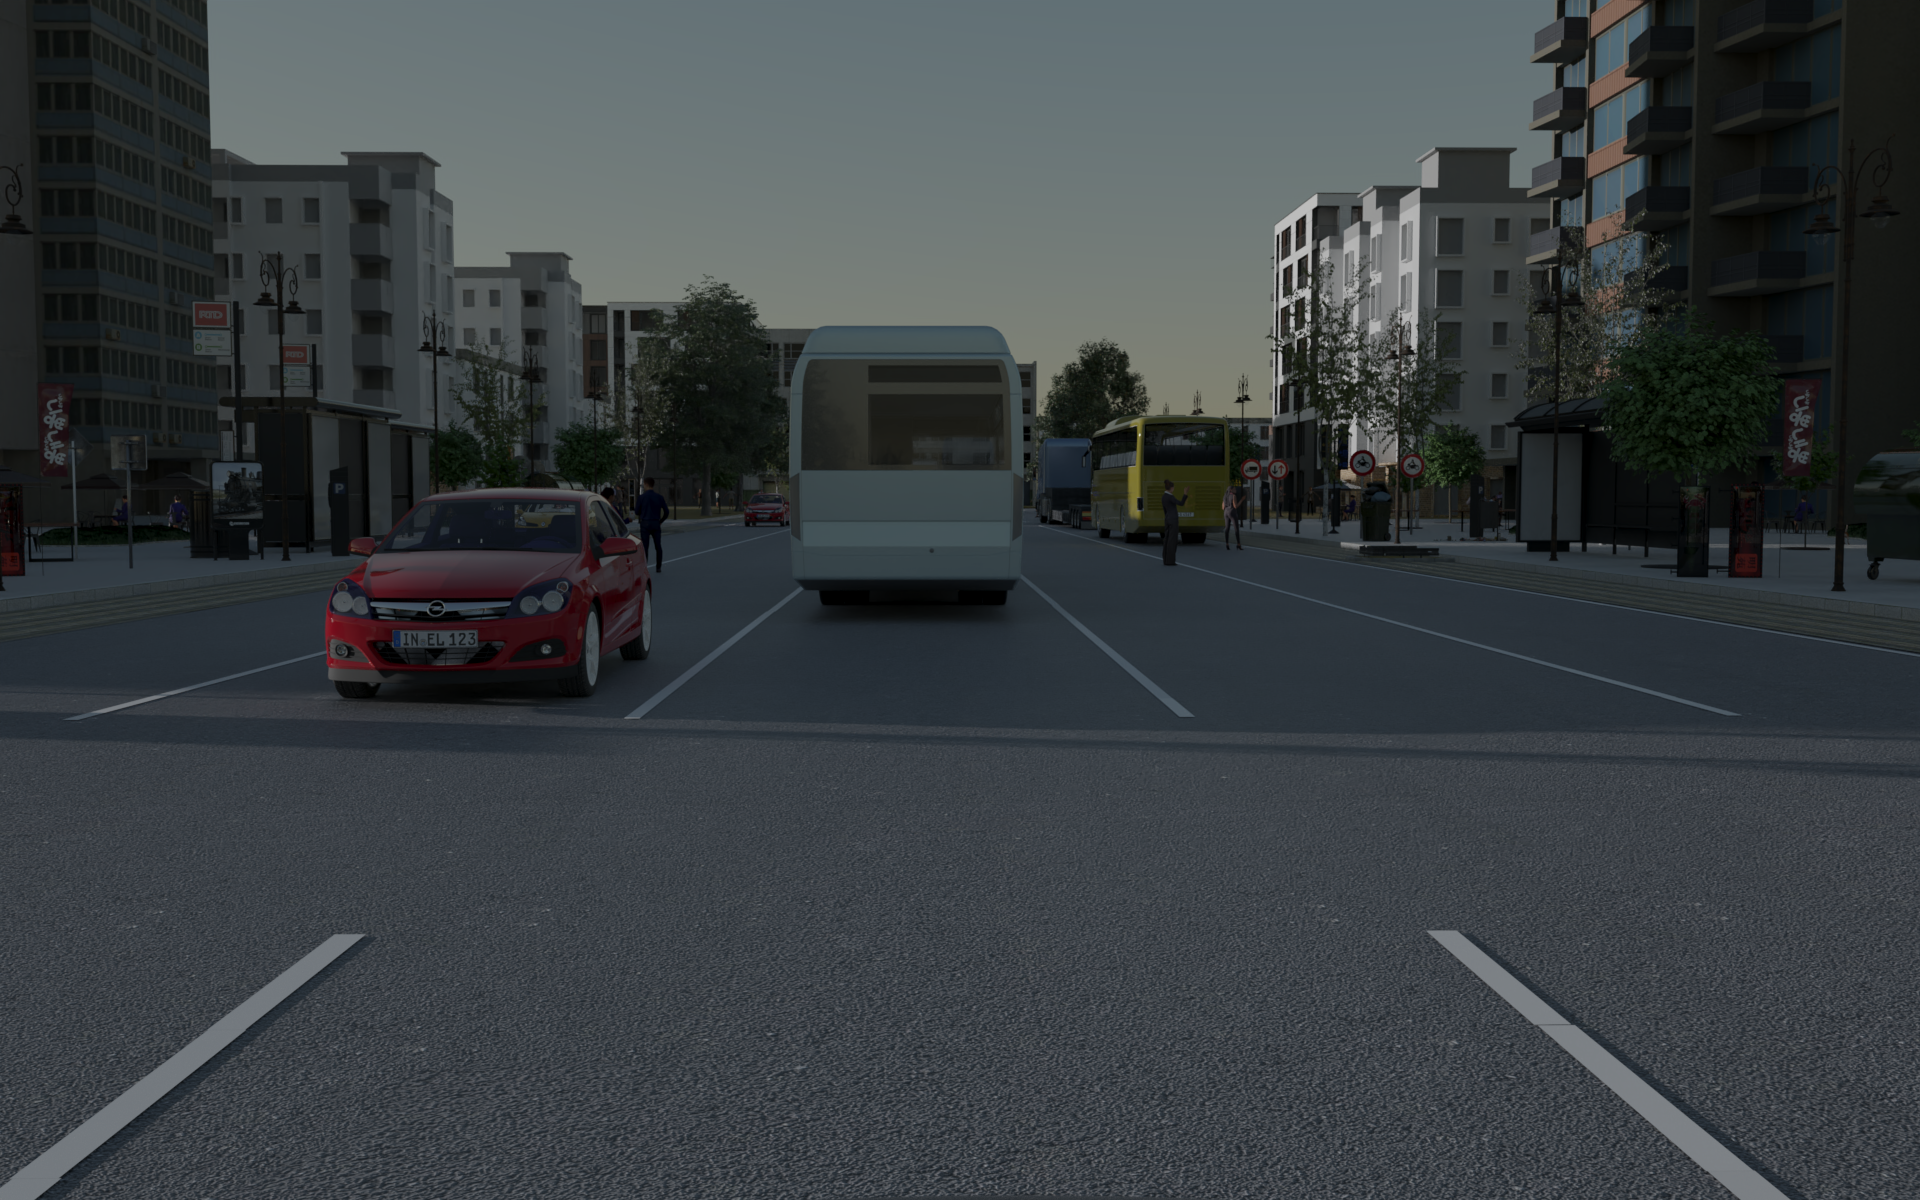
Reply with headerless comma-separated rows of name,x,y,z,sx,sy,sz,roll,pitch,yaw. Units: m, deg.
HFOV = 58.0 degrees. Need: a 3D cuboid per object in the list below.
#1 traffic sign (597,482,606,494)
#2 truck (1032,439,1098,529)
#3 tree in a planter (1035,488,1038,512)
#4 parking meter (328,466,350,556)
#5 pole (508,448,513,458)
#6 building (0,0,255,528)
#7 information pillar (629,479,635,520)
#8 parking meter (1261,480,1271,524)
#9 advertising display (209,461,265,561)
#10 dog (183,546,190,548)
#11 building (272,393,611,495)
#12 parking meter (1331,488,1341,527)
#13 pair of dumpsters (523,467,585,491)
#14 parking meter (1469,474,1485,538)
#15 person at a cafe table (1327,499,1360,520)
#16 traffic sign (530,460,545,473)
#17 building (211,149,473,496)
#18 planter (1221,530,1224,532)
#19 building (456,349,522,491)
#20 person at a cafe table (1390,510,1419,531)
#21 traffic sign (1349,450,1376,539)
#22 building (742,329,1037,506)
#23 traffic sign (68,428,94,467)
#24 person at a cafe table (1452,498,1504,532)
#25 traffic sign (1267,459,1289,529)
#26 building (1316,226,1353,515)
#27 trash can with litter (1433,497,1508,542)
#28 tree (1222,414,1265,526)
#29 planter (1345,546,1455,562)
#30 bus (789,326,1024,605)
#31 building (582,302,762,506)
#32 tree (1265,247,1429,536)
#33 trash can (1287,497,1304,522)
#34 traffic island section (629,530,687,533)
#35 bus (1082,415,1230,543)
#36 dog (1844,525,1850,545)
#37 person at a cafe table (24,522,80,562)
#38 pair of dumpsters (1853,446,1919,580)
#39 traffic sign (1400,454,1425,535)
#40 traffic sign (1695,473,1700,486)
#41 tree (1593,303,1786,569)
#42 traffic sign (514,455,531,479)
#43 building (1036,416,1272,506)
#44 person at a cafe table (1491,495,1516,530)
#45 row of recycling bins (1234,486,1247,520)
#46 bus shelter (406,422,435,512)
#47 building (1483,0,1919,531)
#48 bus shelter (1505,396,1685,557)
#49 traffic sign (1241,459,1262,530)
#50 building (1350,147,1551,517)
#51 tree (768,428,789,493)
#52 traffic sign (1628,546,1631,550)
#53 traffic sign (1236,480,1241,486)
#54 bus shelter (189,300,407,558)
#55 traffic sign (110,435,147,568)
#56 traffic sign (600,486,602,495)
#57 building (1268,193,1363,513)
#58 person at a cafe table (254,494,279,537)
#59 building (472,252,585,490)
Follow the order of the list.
traffic sign,-17.886,-5.218,85.317,0.884,2.594,0.081,0,4,4
truck,5.512,-5.410,78.206,2.967,4.110,18.799,0,4,-3
tree in a planter,7.147,-8.811,141.287,1.991,3.239,1.994,0,4,-1
parking meter,-12.812,-1.835,35.715,0.399,1.863,0.255,-1,4,-23
pole,-18.917,-4.837,72.921,0.158,3.312,0.155,0,3,0
building,-45.622,-23.206,71.298,32.217,40.220,23.993,0,4,-1
information pillar,-15.991,-4.889,84.433,0.304,2.012,0.304,-1,4,-10
parking meter,13.034,-4.168,73.865,0.399,1.863,0.255,0,4,5
advertising display,-14.001,-1.734,33.570,0.974,1.923,0.123,-2,4,-33
dog,-18.144,-1.444,41.351,0.748,0.427,0.550,3,5,41
building,-44.046,-12.401,144.898,28.070,9.664,9.099,0,4,-1
parking meter,14.822,-3.663,68.295,0.372,1.533,0.369,0,3,0
pair of dumpsters,-14.132,-3.510,59.876,1.574,2.255,4.437,0,4,-1
parking meter,15.231,-2.771,51.014,0.399,1.863,0.255,-3,4,-37
person at a cafe table,18.683,-4.523,84.808,1.726,1.238,1.698,-1,4,-10
traffic sign,-15.902,-3.960,64.850,0.768,2.556,0.104,0,4,7
building,-36.150,-14.521,93.844,16.016,20.091,11.380,0,4,-1
planter,8.764,-2.692,65.153,1.991,0.319,1.994,0,4,-1
building,-33.324,-10.507,113.930,9.099,9.664,28.070,0,4,-1
person at a cafe table,14.890,-3.190,60.673,1.622,1.524,1.698,-3,5,-41
traffic sign,11.549,-3.037,49.765,0.768,2.556,0.104,0,4,1
building,-7.705,-20.017,193.742,31.486,18.905,16.747,0,4,-1
traffic sign,-17.541,-2.114,34.302,0.795,2.593,0.064,0,4,1
person at a cafe table,17.622,-3.082,58.898,1.698,1.524,1.622,1,4,16
traffic sign,11.563,-3.849,63.040,0.768,2.556,0.104,0,4,8
building,31.684,-15.644,112.206,16.016,20.091,11.380,0,4,-1
trash can with litter,14.053,-2.224,47.427,2.233,1.210,1.678,0,4,2
tree,10.789,-5.342,71.051,4.285,4.588,4.351,0,3,0
planter,9.364,-0.983,37.213,1.991,0.319,1.994,0,4,-1
bus,-0.617,-1.877,25.555,2.948,3.499,13.247,0,4,0
building,-39.870,-21.652,197.983,32.646,21.610,27.936,0,4,-1
tree,11.396,-6.257,52.659,4.737,8.622,4.395,0,3,0
trash can,15.205,-4.094,78.585,0.748,1.137,0.748,0,3,0
traffic island section,-11.262,-2.561,64.735,1.991,0.108,1.994,0,4,-1
bus,5.849,-3.772,53.214,2.896,3.916,12.252,0,4,-2
dog,22.476,-1.667,44.079,0.406,0.507,0.540,-2,4,-25
person at a cafe table,-17.742,-1.354,32.999,1.726,1.238,1.698,-2,4,-27
pair of dumpsters,14.200,-1.303,23.791,1.574,2.255,4.437,0,4,-1
traffic sign,14.231,-3.330,54.551,0.768,2.556,0.104,0,4,5
traffic sign,14.921,-2.137,35.049,0.768,2.556,0.104,0,4,7
tree,12.555,-2.830,29.976,4.285,4.588,4.351,0,3,0
traffic sign,-14.492,-3.486,57.110,0.768,2.556,0.104,0,4,3
building,22.308,-15.198,190.635,28.070,9.664,9.099,0,4,-1
person at a cafe table,19.605,-3.130,62.040,1.726,1.238,1.698,1,4,23
row of recycling bins,12.495,-4.786,85.365,3.534,1.692,1.069,-1,4,-15
bus shelter,-17.086,-4.364,48.990,2.179,5.291,8.768,0,4,-1
building,36.919,-25.571,72.709,22.147,44.769,28.867,0,4,-1
bus shelter,13.193,-2.567,35.890,2.014,3.302,5.546,0,4,-1
traffic sign,10.494,-3.812,62.434,0.768,2.556,0.104,0,4,7
building,32.276,-14.929,100.513,16.016,20.091,11.380,0,4,-1
tree,-16.633,-12.645,157.114,4.737,8.622,4.395,0,3,0
traffic sign,15.268,-2.282,39.434,0.606,2.300,0.079,0,4,7
traffic sign,13.035,-5.679,86.720,2.265,3.308,0.079,0,4,3
bus shelter,-14.888,-3.737,38.727,2.179,5.291,8.768,0,4,-1
traffic sign,-14.283,-1.691,29.783,0.606,2.300,0.079,0,4,0
traffic sign,-17.878,-5.266,86.209,0.768,2.556,0.104,0,4,3
building,37.703,-17.755,134.265,27.936,21.610,32.646,0,4,-1
person at a cafe table,-20.841,-2.689,52.474,1.698,1.524,1.622,-3,5,-43
building,-37.431,-16.936,133.323,16.016,20.091,11.380,0,4,-1
